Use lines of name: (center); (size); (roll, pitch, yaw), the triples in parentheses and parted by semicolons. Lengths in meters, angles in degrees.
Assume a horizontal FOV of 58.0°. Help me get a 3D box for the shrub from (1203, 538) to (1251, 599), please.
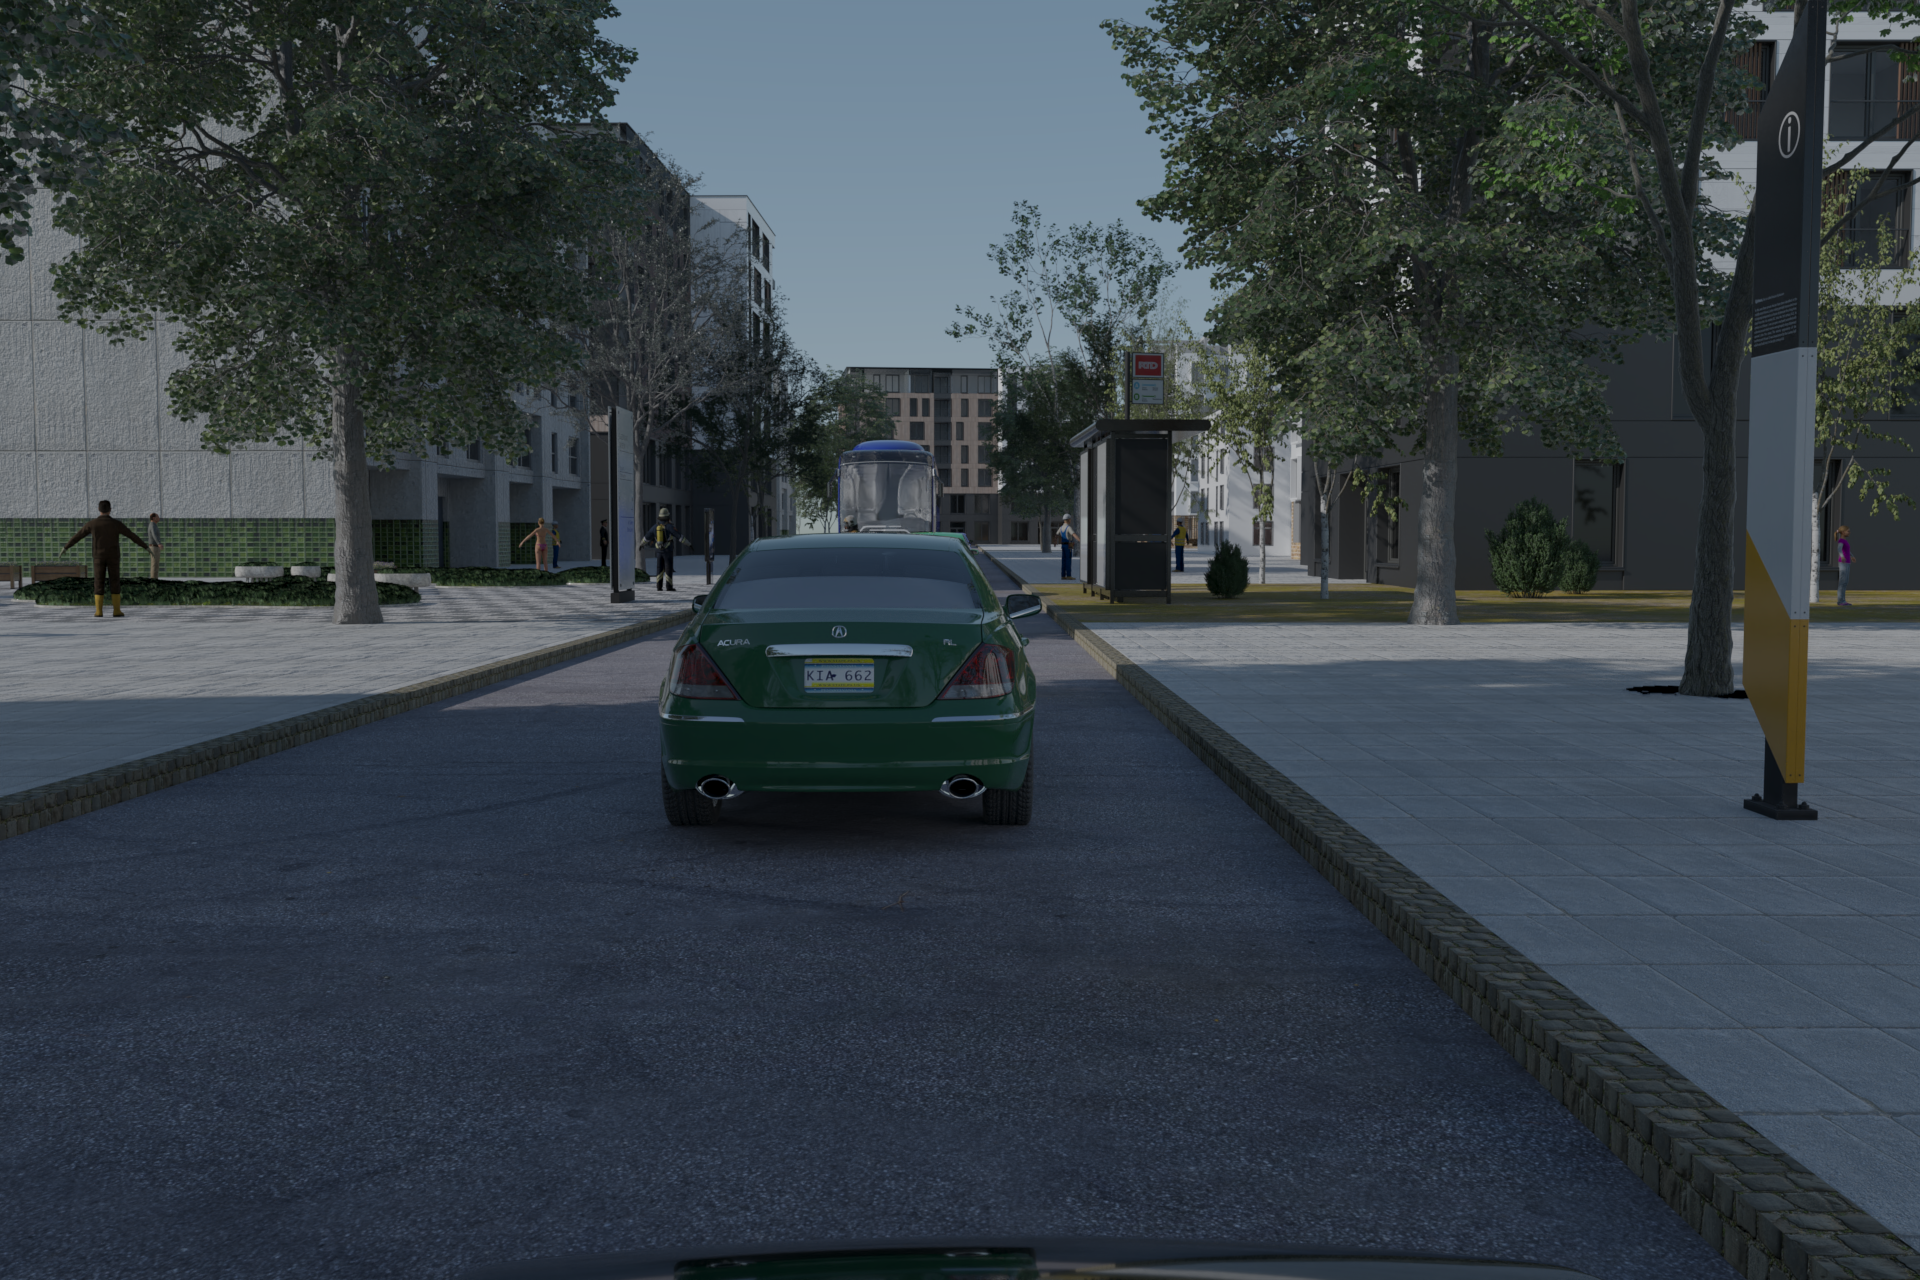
shrub: (5.333, -1.434, 34.562); (1.383, 1.207, 1.383); (0, 3, 0)

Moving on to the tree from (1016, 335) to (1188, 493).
tree: (6.545, -8.935, 80.506); (8.767, 10.594, 7.601); (1, 4, 11)

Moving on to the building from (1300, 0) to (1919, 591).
building: (24.605, -12.899, 54.867); (27.936, 21.610, 32.646); (0, 3, 0)

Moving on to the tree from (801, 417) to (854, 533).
tree: (-8.475, -9.732, 109.476); (4.737, 8.622, 4.395); (0, 3, 0)

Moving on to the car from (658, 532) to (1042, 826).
car: (-0.557, 0.113, 9.950); (2.131, 1.459, 4.920); (0, 4, -1)

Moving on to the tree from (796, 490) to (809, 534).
tree: (-20.218, -16.493, 220.019); (4.360, 8.622, 3.978); (0, 3, 0)

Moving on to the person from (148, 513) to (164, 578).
person: (-19.540, -2.192, 42.104); (0.705, 1.796, 1.348); (-2, 4, -29)

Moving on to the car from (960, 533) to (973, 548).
car: (-0.238, -5.192, 94.487); (1.945, 1.707, 3.694); (0, 4, 1)

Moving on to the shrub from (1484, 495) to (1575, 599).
shrub: (11.379, -1.870, 34.617); (1.661, 2.075, 1.752); (0, 3, 0)

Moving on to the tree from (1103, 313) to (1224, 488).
tree: (6.651, -6.643, 58.972); (4.737, 8.622, 4.395); (0, 3, 0)

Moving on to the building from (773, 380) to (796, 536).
building: (-27.527, -19.435, 184.217); (16.747, 18.905, 31.486); (0, 4, 1)

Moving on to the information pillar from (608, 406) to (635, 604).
information pillar: (-6.378, -2.530, 32.675); (0.184, 3.620, 1.656); (0, 4, -1)

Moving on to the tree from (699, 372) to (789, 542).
tree: (-8.751, -7.566, 74.060); (4.360, 8.622, 3.978); (0, 3, 0)

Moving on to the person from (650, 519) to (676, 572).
person: (-9.751, -3.164, 57.951); (1.346, 1.802, 0.704); (-2, 4, -31)

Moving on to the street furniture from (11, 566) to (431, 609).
street furniture: (-14.803, -1.002, 32.017); (10.072, 0.657, 5.734); (0, 3, 0)

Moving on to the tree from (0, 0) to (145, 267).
tree: (-9.076, -6.299, 9.650); (9.857, 13.997, 8.962); (0, 3, 0)

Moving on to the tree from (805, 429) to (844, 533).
tree: (-9.105, -10.407, 120.515); (4.360, 8.622, 3.978); (0, 3, 0)

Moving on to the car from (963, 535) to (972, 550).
car: (-0.345, -4.778, 90.123); (2.014, 1.417, 4.499); (0, 4, -1)

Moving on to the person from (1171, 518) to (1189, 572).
person: (7.399, -3.217, 58.564); (0.705, 1.833, 1.349); (3, 5, 41)

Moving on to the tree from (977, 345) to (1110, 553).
tree: (5.981, -12.952, 118.416); (9.857, 13.997, 8.962); (0, 3, 0)

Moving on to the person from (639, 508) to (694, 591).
person: (-6.617, -2.023, 38.862); (1.354, 1.856, 0.705); (1, 4, 16)

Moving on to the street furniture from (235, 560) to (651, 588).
street furniture: (-13.058, -1.721, 43.763); (10.072, 0.657, 5.734); (0, 4, -2)

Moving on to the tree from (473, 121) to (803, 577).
tree: (-9.642, -8.635, 51.558); (12.009, 13.543, 11.850); (0, 3, 0)

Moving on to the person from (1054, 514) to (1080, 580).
person: (3.020, -2.612, 48.566); (0.705, 1.847, 1.347); (-3, 4, -36)

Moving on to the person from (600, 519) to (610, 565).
person: (-13.190, -3.572, 64.343); (0.705, 1.837, 1.347); (0, 4, -6)

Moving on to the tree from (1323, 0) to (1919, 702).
tree: (5.863, -5.356, 13.327); (9.928, 11.665, 9.643); (0, 3, 0)

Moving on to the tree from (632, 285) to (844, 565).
tree: (-8.712, -8.032, 65.728); (8.767, 10.594, 7.601); (0, 4, -7)

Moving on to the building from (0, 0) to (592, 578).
building: (-26.104, -12.213, 66.137); (16.747, 18.905, 31.486); (0, 4, 1)

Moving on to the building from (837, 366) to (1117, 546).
building: (1.220, -22.978, 222.124); (32.646, 21.610, 27.936); (0, 4, -7)

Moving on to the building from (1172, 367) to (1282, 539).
building: (26.175, -20.141, 185.727); (16.016, 20.090, 11.380); (0, 3, 0)

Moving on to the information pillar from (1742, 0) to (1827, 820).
information pillar: (3.754, -1.012, 7.902); (0.183, 3.616, 0.504); (0, 4, 1)

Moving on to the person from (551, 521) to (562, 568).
person: (-15.017, -3.560, 64.668); (0.721, 1.772, 1.216); (0, 4, -4)

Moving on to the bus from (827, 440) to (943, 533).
bus: (-1.887, -3.520, 49.095); (2.896, 3.916, 12.251); (0, 4, 0)

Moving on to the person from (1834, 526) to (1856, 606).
person: (15.903, -1.331, 31.029); (0.599, 1.433, 0.991); (3, 4, 37)

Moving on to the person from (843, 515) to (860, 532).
person: (-2.474, -1.889, 39.110); (0.705, 1.858, 1.354); (0, 4, -6)

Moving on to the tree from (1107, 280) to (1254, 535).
tree: (5.892, -6.126, 50.519); (4.360, 8.622, 3.978); (0, 3, 0)

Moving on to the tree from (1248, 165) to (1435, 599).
tree: (7.292, -5.104, 33.808); (4.737, 8.622, 4.395); (0, 3, 0)

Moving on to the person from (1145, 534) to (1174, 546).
person: (6.130, -2.936, 54.127); (1.347, 1.817, 0.704); (-3, 4, -38)

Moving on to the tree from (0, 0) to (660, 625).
tree: (-8.593, -7.200, 24.375); (9.857, 13.997, 8.962); (0, 3, 0)

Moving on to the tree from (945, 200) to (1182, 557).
tree: (5.808, -14.849, 98.663); (12.611, 20.169, 13.585); (0, 3, 0)

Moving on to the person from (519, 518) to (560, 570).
person: (-11.717, -2.542, 48.368); (1.217, 1.733, 0.721); (-3, 4, -38)

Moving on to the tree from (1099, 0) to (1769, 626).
tree: (6.791, -7.198, 24.342); (9.857, 13.997, 8.962); (0, 3, 0)

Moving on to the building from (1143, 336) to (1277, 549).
building: (21.821, -18.919, 165.739); (16.016, 20.090, 11.380); (0, 4, 0)

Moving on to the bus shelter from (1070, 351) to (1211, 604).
bus shelter: (3.477, -3.561, 35.860); (2.179, 5.291, 8.768); (0, 4, -1)

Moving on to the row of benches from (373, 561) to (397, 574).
row of benches: (-12.723, -1.383, 38.070); (1.422, 0.672, 4.104); (-1, 4, -17)

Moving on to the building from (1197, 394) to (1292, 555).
building: (20.534, -9.879, 103.674); (9.099, 9.664, 28.070); (0, 4, 0)

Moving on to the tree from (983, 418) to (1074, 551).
tree: (5.972, -12.033, 131.157); (7.601, 10.594, 8.767); (2, 4, 32)

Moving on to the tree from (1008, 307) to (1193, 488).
tree: (5.895, -8.436, 72.337); (8.767, 10.594, 7.601); (1, 4, 16)

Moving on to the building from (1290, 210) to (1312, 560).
building: (21.806, -14.058, 86.266); (16.016, 20.090, 11.380); (0, 4, 0)

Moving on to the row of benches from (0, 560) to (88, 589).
row of benches: (-22.508, -1.531, 40.493); (4.104, 0.672, 1.422); (-1, 4, -11)

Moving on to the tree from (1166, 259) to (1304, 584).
tree: (7.572, -5.751, 44.393); (4.737, 8.622, 4.395); (0, 3, 0)

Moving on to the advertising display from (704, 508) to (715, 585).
advertising display: (-6.357, -2.369, 43.946); (0.123, 1.923, 0.974); (0, 4, 0)

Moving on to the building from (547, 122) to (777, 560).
building: (-26.779, -15.828, 102.762); (27.936, 21.610, 32.646); (0, 4, 1)

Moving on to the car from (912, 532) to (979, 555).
car: (-0.559, -1.717, 36.868); (1.959, 1.807, 4.718); (0, 4, -1)

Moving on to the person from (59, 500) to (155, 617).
person: (-13.190, -1.262, 26.772); (1.346, 1.812, 0.704); (-1, 4, -19)

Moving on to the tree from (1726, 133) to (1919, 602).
tree: (16.057, -4.997, 32.066); (4.737, 8.622, 4.395); (0, 3, 0)

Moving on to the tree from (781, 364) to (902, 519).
tree: (-8.908, -13.756, 131.565); (9.857, 13.997, 8.962); (0, 3, 0)

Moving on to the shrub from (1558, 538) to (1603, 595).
shrub: (13.122, -1.572, 36.823); (1.383, 1.207, 1.383); (0, 3, 0)

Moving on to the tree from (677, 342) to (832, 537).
tree: (-9.459, -9.007, 81.679); (7.601, 10.594, 8.767); (1, 4, 17)
